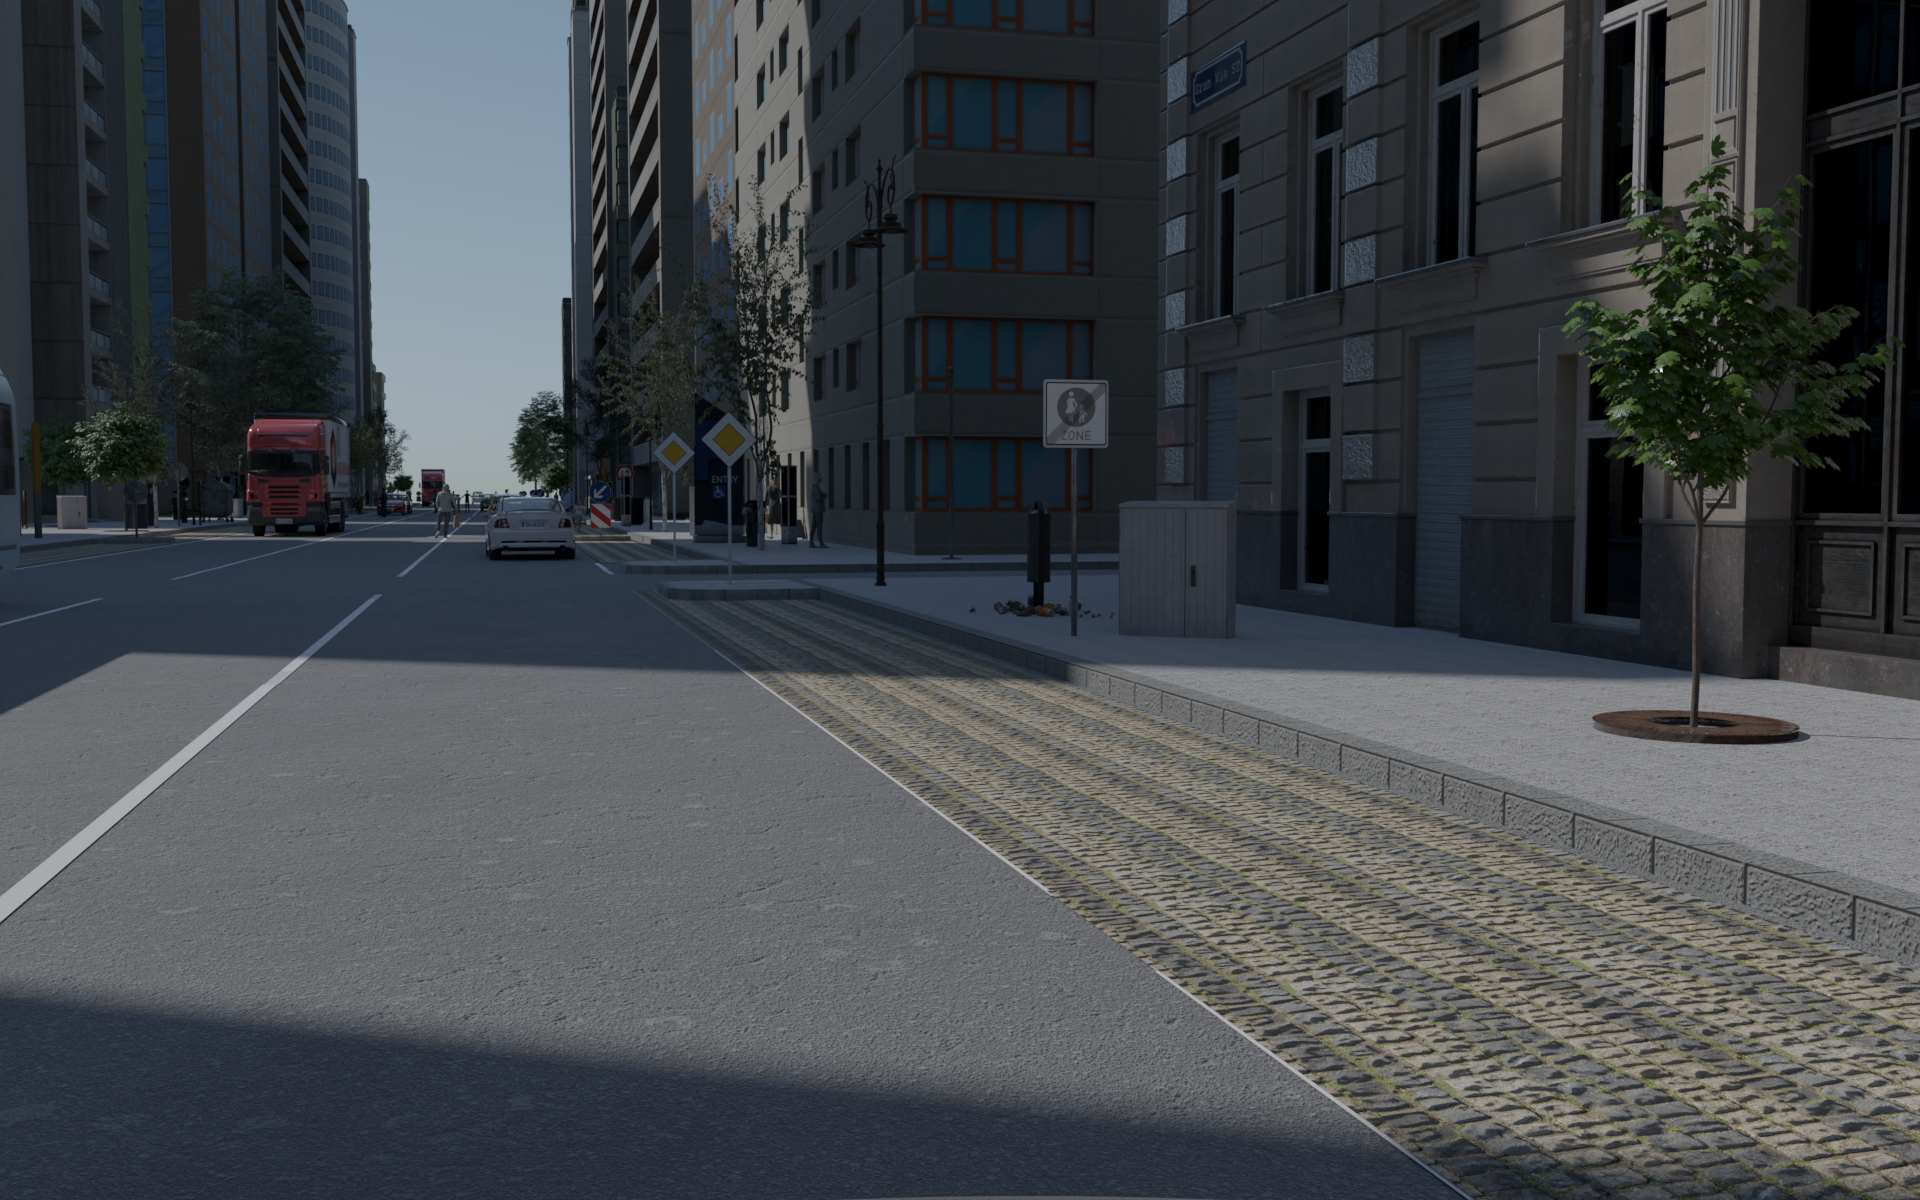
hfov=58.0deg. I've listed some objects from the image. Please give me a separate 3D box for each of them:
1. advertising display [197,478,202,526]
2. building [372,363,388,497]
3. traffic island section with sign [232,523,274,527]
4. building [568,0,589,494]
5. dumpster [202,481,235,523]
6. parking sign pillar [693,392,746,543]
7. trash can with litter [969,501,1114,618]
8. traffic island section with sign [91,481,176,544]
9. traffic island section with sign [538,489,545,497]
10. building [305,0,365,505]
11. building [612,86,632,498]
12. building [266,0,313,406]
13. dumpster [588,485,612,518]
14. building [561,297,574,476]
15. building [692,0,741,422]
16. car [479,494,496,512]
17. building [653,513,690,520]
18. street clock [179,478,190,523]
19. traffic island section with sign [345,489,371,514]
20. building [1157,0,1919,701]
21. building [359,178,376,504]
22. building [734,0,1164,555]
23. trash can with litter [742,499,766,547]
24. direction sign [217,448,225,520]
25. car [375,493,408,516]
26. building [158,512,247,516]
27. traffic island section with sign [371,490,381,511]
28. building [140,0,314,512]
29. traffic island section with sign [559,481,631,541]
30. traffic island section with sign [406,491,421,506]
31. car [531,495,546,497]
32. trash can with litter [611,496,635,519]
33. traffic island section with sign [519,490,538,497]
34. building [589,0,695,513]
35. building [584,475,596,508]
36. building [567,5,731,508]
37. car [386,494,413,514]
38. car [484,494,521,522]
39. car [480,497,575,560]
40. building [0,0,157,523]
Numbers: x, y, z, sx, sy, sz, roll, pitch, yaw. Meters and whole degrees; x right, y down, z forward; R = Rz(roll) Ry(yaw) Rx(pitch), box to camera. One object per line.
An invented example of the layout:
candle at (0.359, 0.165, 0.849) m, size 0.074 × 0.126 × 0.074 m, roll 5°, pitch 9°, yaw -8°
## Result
advertising display at (-31.068, -4.011, 70.797) m, size 0.123 × 1.923 × 0.974 m, roll -1°, pitch 4°, yaw -21°
building at (-93.619, -23.924, 236.201) m, size 27.650 × 21.520 × 28.899 m, roll -1°, pitch 4°, yaw -15°
traffic island section with sign at (-31.000, -4.157, 76.600) m, size 1.989 × 1.847 × 2.006 m, roll -1°, pitch 4°, yaw -15°
building at (-44.477, -48.903, 237.818) m, size 20.563 × 71.187 × 20.611 m, roll -1°, pitch 4°, yaw -15°
dumpster at (-33.406, -4.411, 77.871) m, size 1.264 × 1.857 × 1.865 m, roll -1°, pitch 4°, yaw -15°
parking sign pillar at (-6.365, -3.508, 45.827) m, size 1.447 × 3.967 × 1.447 m, roll 0°, pitch 4°, yaw -1°
trash can with litter at (0.922, -0.480, 18.911) m, size 1.678 × 1.210 × 2.233 m, roll 0°, pitch 4°, yaw -4°
traffic island section with sign at (-24.021, -2.556, 50.422) m, size 1.989 × 1.847 × 2.006 m, roll -1°, pitch 4°, yaw -15°
traffic island section with sign at (-18.264, -4.349, 79.731) m, size 1.989 × 1.847 × 2.006 m, roll -1°, pitch 4°, yaw -15°
building at (-79.283, -39.873, 193.929) m, size 21.231 × 58.520 × 28.212 m, roll -1°, pitch 4°, yaw -15°
building at (-18.506, -21.772, 127.678) m, size 14.160 × 30.474 × 14.107 m, roll -1°, pitch 4°, yaw -15°
building at (-63.080, -31.275, 135.042) m, size 21.300 × 48.544 × 21.600 m, roll -1°, pitch 4°, yaw -15°
dumpster at (-19.093, -5.279, 92.070) m, size 1.264 × 1.857 × 1.865 m, roll -1°, pitch 4°, yaw -15°
building at (-51.461, -29.576, 255.271) m, size 14.160 × 30.474 × 14.107 m, roll -1°, pitch 4°, yaw -15°
building at (-3.442, -25.803, 71.987) m, size 14.600 × 45.320 × 14.200 m, roll -1°, pitch 4°, yaw -15°
car at (-38.598, -8.188, 142.667) m, size 1.959 × 1.807 × 4.718 m, roll -1°, pitch 4°, yaw -15°
building at (-7.154, -28.988, 97.654) m, size 21.300 × 48.544 × 21.600 m, roll -1°, pitch 4°, yaw -15°
street clock at (-34.072, -4.372, 76.054) m, size 0.471 × 2.002 × 0.358 m, roll 0°, pitch 4°, yaw -5°
traffic island section with sign at (-44.026, -7.147, 125.488) m, size 1.989 × 1.847 × 2.006 m, roll -1°, pitch 4°, yaw -15°
building at (11.077, -13.121, 11.784) m, size 12.463 × 27.353 × 25.104 m, roll -1°, pitch 4°, yaw -15°
building at (-81.285, -32.590, 216.432) m, size 14.154 × 41.232 × 14.086 m, roll -1°, pitch 4°, yaw -15°
building at (9.470, -12.691, 52.540) m, size 28.899 × 21.520 × 27.650 m, roll -1°, pitch 4°, yaw -15°
trash can with litter at (-5.086, -1.893, 42.335) m, size 0.624 × 1.170 × 1.055 m, roll -1°, pitch 4°, yaw -15°
direction sign at (-36.705, -5.742, 85.874) m, size 0.379 × 3.537 × 0.876 m, roll -2°, pitch 4°, yaw -29°
car at (-38.247, -6.580, 116.621) m, size 2.155 × 1.783 × 4.494 m, roll -1°, pitch 4°, yaw -16°
building at (-55.344, -28.631, 118.230) m, size 14.600 × 45.320 × 14.200 m, roll -1°, pitch 4°, yaw -15°
traffic island section with sign at (-50.975, -8.745, 151.604) m, size 1.989 × 1.847 × 2.006 m, roll -1°, pitch 4°, yaw -15°
building at (-65.336, -30.760, 153.029) m, size 14.600 × 45.320 × 14.200 m, roll -1°, pitch 4°, yaw -15°
traffic island section with sign at (-11.210, -2.729, 53.248) m, size 1.989 × 1.847 × 2.006 m, roll -1°, pitch 4°, yaw -15°
traffic island section with sign at (-65.218, -12.015, 205.077) m, size 1.989 × 1.847 × 2.006 m, roll -1°, pitch 4°, yaw -15°
car at (-32.928, -7.516, 135.473) m, size 1.945 × 1.354 × 3.894 m, roll -1°, pitch 4°, yaw -14°
trash can with litter at (-17.296, -4.754, 88.793) m, size 2.233 × 1.210 × 1.678 m, roll -3°, pitch 5°, yaw -44°
traffic island section with sign at (-38.247, -8.939, 154.777) m, size 1.989 × 1.847 × 2.006 m, roll -1°, pitch 4°, yaw -15°
building at (-19.432, -31.903, 145.320) m, size 21.300 × 48.544 × 21.600 m, roll -1°, pitch 4°, yaw -15°
building at (-20.097, -29.178, 168.942) m, size 32.217 × 40.220 × 23.993 m, roll -1°, pitch 4°, yaw -15°
building at (-37.427, -41.127, 214.422) m, size 21.231 × 58.520 × 28.212 m, roll -1°, pitch 4°, yaw -15°
car at (-39.971, -6.943, 123.307) m, size 2.009 × 1.686 × 4.222 m, roll -1°, pitch 4°, yaw -15°
car at (-20.144, -4.088, 77.067) m, size 2.015 × 1.641 × 3.980 m, roll -1°, pitch 4°, yaw -16°
car at (-9.763, -1.642, 39.217) m, size 2.083 × 1.381 × 4.827 m, roll -1°, pitch 4°, yaw -17°
building at (-45.452, -24.100, 77.625) m, size 14.154 × 41.232 × 14.086 m, roll -1°, pitch 4°, yaw -15°
